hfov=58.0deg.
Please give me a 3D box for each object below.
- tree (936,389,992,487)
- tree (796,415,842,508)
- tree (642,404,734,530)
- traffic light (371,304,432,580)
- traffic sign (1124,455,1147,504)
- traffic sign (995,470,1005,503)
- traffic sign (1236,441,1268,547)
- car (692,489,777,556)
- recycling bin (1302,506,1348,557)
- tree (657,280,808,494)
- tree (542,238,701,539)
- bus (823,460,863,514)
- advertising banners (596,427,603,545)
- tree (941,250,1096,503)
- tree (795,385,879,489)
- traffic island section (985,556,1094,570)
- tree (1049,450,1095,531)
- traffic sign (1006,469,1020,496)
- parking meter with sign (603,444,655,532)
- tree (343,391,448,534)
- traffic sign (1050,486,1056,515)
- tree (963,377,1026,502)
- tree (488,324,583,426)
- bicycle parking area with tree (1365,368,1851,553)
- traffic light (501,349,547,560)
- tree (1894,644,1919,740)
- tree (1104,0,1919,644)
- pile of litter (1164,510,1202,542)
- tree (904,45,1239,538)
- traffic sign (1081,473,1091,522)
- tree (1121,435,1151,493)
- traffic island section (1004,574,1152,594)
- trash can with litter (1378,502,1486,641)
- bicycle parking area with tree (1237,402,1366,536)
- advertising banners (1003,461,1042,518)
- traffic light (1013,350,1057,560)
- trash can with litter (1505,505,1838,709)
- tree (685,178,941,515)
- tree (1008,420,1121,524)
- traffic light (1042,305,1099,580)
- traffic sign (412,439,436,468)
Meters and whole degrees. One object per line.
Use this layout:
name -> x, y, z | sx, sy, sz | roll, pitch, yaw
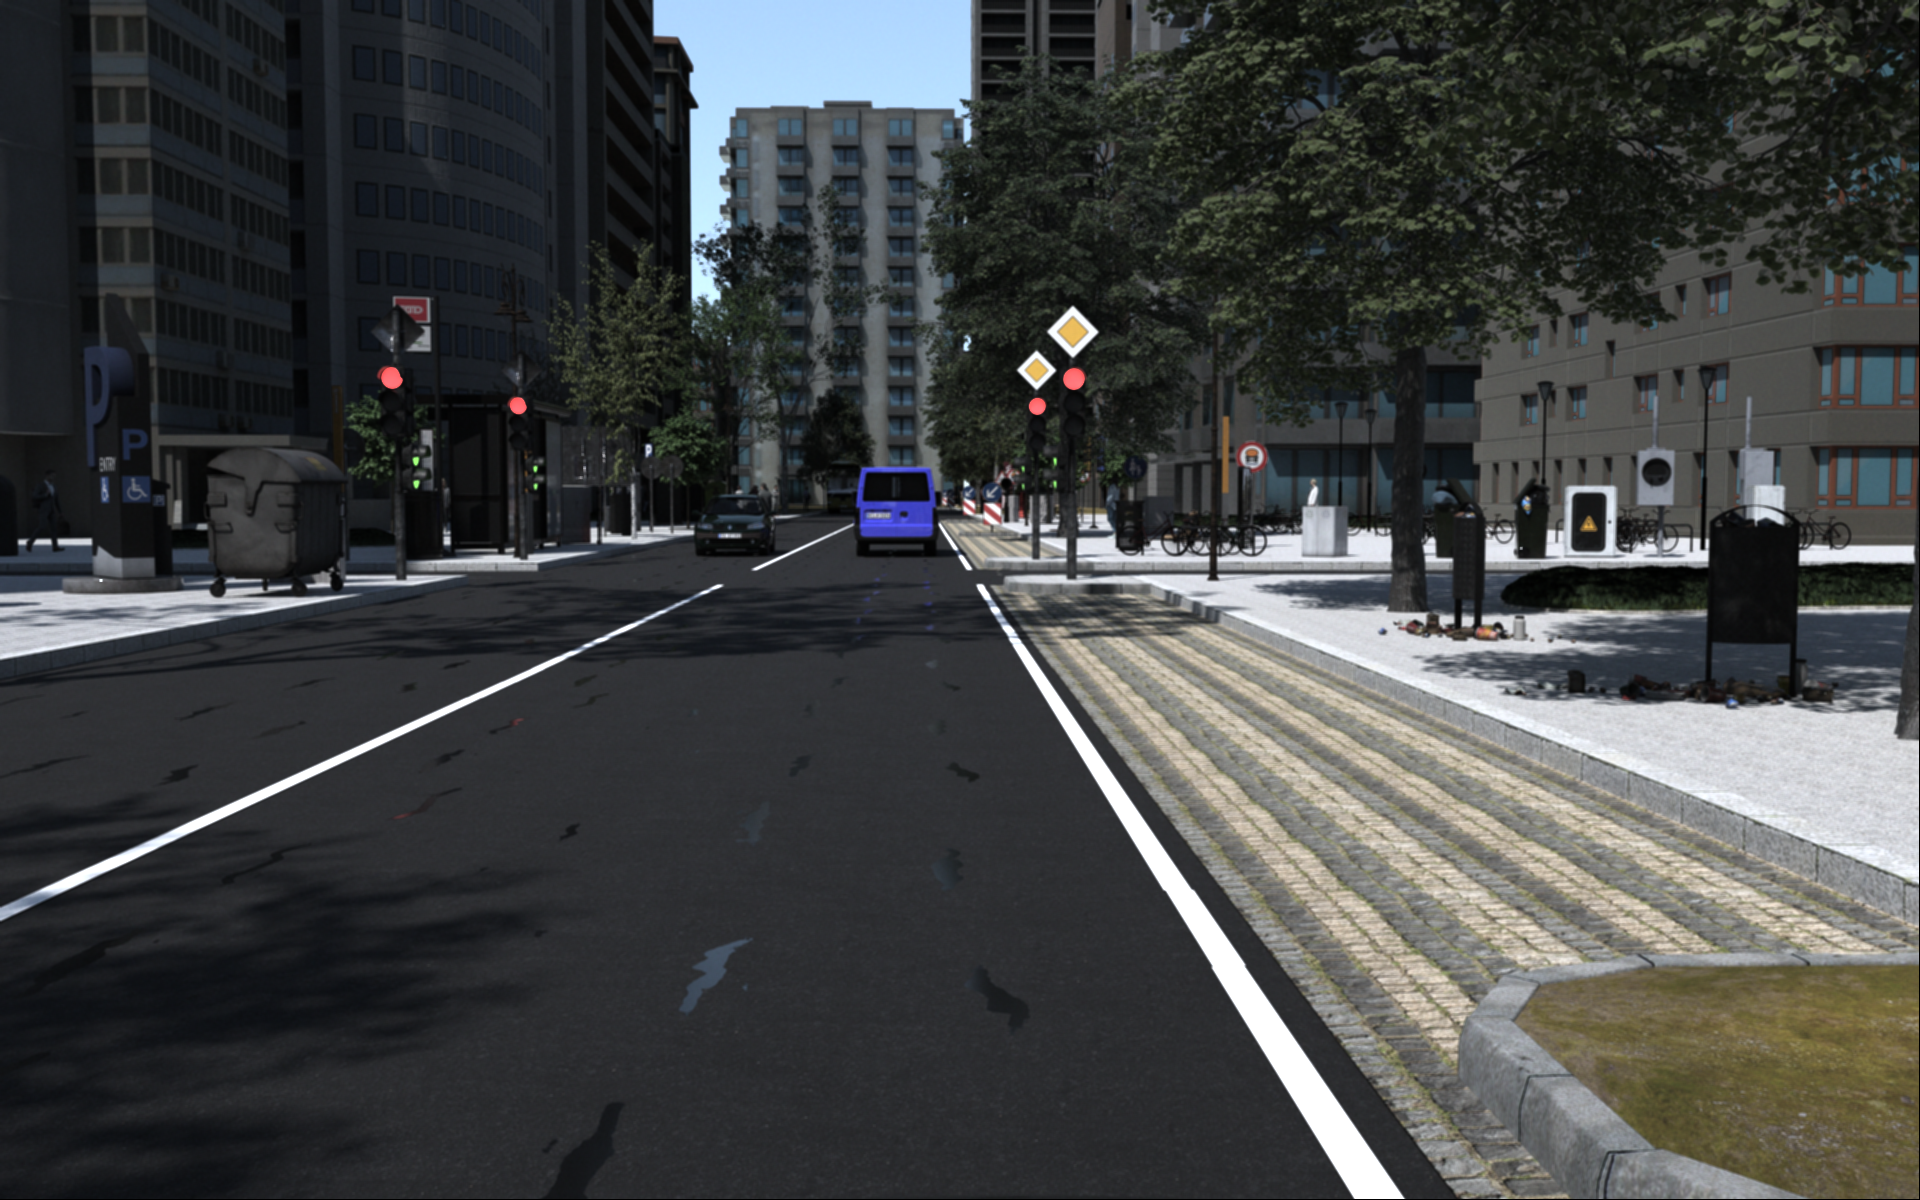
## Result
tree -> 1.518, -15.830, 176.950 | 7.486, 12.596, 7.792 | 0, 3, 0
tree -> -12.541, -12.685, 157.760 | 4.360, 8.622, 3.978 | 0, 3, 0
tree -> -10.017, -4.860, 63.182 | 4.285, 4.588, 4.351 | 0, 3, 0
traffic light -> -8.299, -2.247, 25.662 | 0.839, 4.253, 0.868 | 0, 4, -1
traffic sign -> 5.762, -3.473, 56.885 | 0.768, 2.556, 0.104 | 0, 4, 7
traffic sign -> 2.281, -5.771, 94.365 | 0.884, 2.594, 0.081 | 0, 4, 2
traffic sign -> 7.000, -2.538, 41.606 | 0.768, 2.556, 0.104 | 0, 4, 6
car -> -5.362, -1.940, 41.503 | 2.009, 1.686, 4.222 | 0, 4, -3
recycling bin -> 7.495, -1.407, 35.558 | 0.722, 1.027, 0.722 | 3, 4, 37
tree -> -11.256, -9.698, 84.313 | 9.928, 11.665, 9.643 | 0, 3, 0
tree -> -9.530, -6.039, 49.105 | 4.737, 8.622, 4.395 | 0, 3, 0
bus -> -8.568, -8.469, 130.018 | 2.896, 3.916, 12.252 | 0, 4, -2
advertising banners -> -9.233, -2.949, 44.403 | 0.090, 3.025, 2.074 | -1, 4, -8
tree -> 3.591, -16.364, 123.436 | 12.611, 20.169, 13.585 | 0, 3, 0
tree -> -12.928, -16.207, 181.992 | 9.611, 12.733, 9.660 | 0, 3, 0
traffic island section -> 1.514, -0.717, 34.006 | 2.009, 0.180, 2.903 | 0, 4, -1
tree -> 3.541, -3.981, 59.693 | 1.663, 3.219, 1.824 | 0, 3, 0
traffic sign -> 2.747, -5.385, 88.149 | 0.768, 2.556, 0.104 | 0, 4, 2
parking meter with sign -> -11.367, -3.863, 59.416 | 1.738, 3.016, 0.543 | -3, 4, -39
tree -> -16.985, -4.159, 51.721 | 4.285, 4.588, 4.351 | 0, 3, 0
traffic sign -> 5.623, -6.135, 102.432 | 0.606, 2.300, 0.079 | 0, 4, 1
tree -> 2.366, -8.946, 96.627 | 4.737, 8.622, 4.395 | 0, 3, 0
tree -> -17.980, -7.564, 74.035 | 4.360, 8.622, 3.978 | 0, 3, 0
bicycle parking area with tree -> 15.804, -3.355, 41.854 | 9.016, 4.147, 8.231 | -1, 4, -10
traffic light -> -8.485, -2.735, 33.645 | 0.839, 4.253, 0.868 | 0, 4, -1
tree -> 5.039, -5.569, 9.188 | 7.486, 12.596, 7.792 | 0, 3, 0
tree -> 5.079, -6.119, 18.172 | 7.486, 12.596, 7.792 | 0, 3, 0
pile of litter -> 6.138, -2.051, 47.500 | 1.176, 0.858, 1.719 | 0, 4, -7
tree -> 3.271, -8.789, 50.355 | 9.857, 13.997, 8.962 | 0, 3, 0
traffic sign -> 5.604, -4.841, 79.264 | 0.768, 2.556, 0.104 | 0, 4, 2
tree -> 8.589, -6.695, 93.178 | 4.285, 4.588, 4.351 | 0, 3, 0
traffic island section -> 1.699, -0.229, 26.023 | 2.009, 0.180, 2.903 | 0, 4, -1
trash can with litter -> 4.648, -0.299, 15.940 | 1.678, 1.210, 2.233 | 0, 4, -4
bicycle parking area with tree -> 13.050, -4.249, 56.467 | 9.016, 4.147, 8.231 | 3, 4, 36
advertising banners -> 3.305, -5.858, 91.974 | 2.074, 3.025, 0.090 | 1, 4, 11
traffic light -> 1.473, -2.750, 33.891 | 0.839, 4.253, 0.868 | 0, 4, -1
trash can with litter -> 4.643, -0.004, 11.122 | 2.233, 1.210, 1.678 | 1, 4, 10
tree -> -9.829, -15.190, 104.240 | 12.611, 20.169, 13.585 | 0, 3, 0
tree -> 3.744, -5.553, 74.501 | 4.285, 4.588, 4.351 | 0, 3, 0
traffic light -> 1.659, -2.262, 25.908 | 0.839, 4.253, 0.868 | 0, 4, -1
traffic sign -> -12.181, -2.401, 39.361 | 0.768, 2.556, 0.104 | 0, 4, 7
